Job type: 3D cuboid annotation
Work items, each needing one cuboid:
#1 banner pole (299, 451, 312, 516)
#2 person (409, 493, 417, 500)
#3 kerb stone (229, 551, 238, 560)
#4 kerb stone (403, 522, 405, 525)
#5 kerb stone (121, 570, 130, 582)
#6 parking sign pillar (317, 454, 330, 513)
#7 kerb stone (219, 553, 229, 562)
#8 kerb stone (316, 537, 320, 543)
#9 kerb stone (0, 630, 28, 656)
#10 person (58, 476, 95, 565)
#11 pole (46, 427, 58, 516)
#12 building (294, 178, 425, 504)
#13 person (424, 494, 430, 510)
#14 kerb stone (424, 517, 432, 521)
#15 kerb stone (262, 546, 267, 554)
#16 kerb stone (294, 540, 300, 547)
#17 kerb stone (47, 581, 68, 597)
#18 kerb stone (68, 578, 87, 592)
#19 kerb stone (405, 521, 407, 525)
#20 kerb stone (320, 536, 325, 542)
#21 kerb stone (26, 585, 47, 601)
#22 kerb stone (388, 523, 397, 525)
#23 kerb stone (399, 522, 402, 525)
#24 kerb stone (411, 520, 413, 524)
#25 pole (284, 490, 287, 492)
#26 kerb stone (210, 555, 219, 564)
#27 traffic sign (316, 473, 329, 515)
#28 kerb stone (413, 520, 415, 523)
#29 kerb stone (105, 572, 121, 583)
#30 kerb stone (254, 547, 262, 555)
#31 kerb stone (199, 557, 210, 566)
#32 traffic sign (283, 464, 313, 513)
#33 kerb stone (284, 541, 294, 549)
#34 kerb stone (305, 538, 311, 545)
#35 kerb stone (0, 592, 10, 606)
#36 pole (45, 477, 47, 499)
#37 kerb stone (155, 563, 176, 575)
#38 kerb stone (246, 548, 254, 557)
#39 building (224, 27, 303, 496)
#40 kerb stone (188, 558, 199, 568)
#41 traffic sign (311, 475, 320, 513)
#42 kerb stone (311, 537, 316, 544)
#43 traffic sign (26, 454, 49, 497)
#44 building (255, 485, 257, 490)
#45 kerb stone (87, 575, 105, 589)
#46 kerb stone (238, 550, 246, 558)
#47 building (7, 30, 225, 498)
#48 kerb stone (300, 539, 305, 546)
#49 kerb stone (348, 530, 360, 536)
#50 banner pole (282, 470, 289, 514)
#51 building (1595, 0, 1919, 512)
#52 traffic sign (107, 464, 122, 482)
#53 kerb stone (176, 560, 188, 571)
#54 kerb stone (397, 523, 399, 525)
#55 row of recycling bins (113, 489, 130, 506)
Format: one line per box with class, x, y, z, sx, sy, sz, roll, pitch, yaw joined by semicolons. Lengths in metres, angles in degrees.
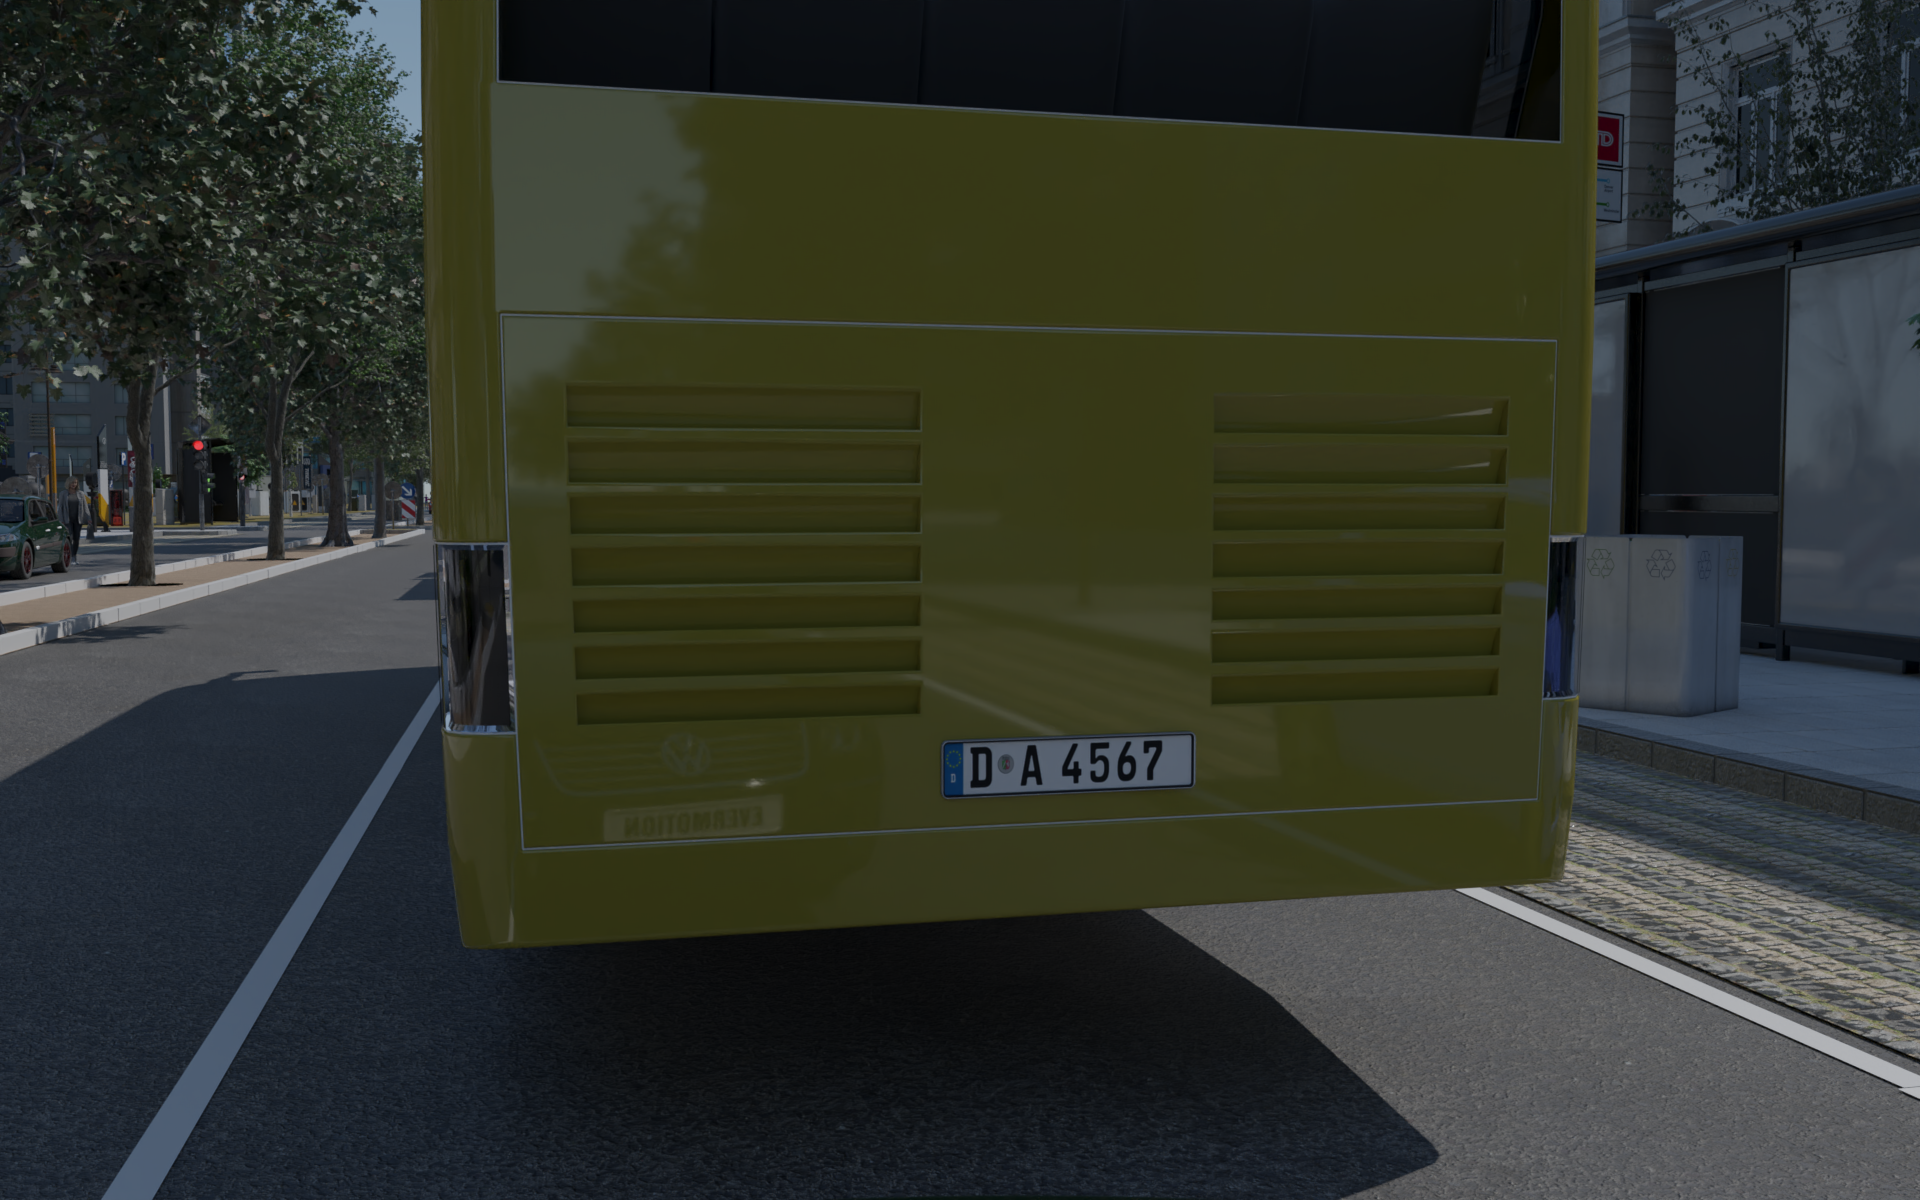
banner pole;-38.131;-6.774;100.767;0.863;3.779;0.401;-3;5;-42
person;-40.628;-7.330;128.524;0.592;1.802;0.473;3;4;36
kerb stone;-15.810;-0.930;37.403;0.120;0.150;1.000;-1;4;-13
kerb stone;-25.167;-3.408;77.913;0.120;0.150;1.000;-1;4;-13
kerb stone;-13.743;-0.380;28.413;0.120;0.150;1.000;-1;4;-13
parking sign pillar;-42.373;-7.805;116.086;1.447;3.967;1.447;2;4;30
kerb stone;-15.584;-0.865;36.396;0.120;0.150;1.000;-1;4;-13
kerb stone;-18.816;-1.719;50.379;0.120;0.150;1.000;-1;4;-13
kerb stone;-8.709;0.382;15.949;0.120;0.150;1.000;-1;4;-13
person;-17.886;-1.614;35.077;0.709;1.800;0.728;-3;4;-37
pole;-27.779;-3.620;53.037;0.158;3.312;0.155;0;3;0
building;-90.241;-38.122;242.902;30.456;49.044;23.786;-1;4;-13
person;-49.038;-9.018;159.165;0.991;1.433;0.599;-1;4;-10
kerb stone;-28.862;-4.387;93.916;0.120;0.150;1.000;-1;4;-13
kerb stone;-16.739;-1.175;41.410;0.120;0.150;1.000;-1;4;-13
kerb stone;-17.886;-1.480;46.394;0.120;0.150;1.000;-1;4;-13
kerb stone;-12.816;-0.132;24.420;0.120;0.150;1.000;-1;4;-13
kerb stone;-13.044;-0.197;25.416;0.120;0.150;1.000;-1;4;-13
kerb stone;-25.403;-3.469;78.910;0.120;0.150;1.000;-1;4;-13
kerb stone;-19.040;-1.784;51.377;0.120;0.150;1.000;-1;4;-13
kerb stone;-12.593;-0.072;23.423;0.120;0.150;1.000;-1;4;-13
kerb stone;-24.246;-3.164;73.921;0.120;0.150;1.000;-1;4;-13
kerb stone;-24.702;-3.278;75.922;0.120;0.150;1.000;-1;4;-13
kerb stone;-26.089;-3.652;81.906;0.120;0.150;1.000;-1;4;-13
pole;-53.464;-8.771;137.244;0.158;3.312;0.155;0;3;0
kerb stone;-15.359;-0.798;35.400;0.120;0.150;1.000;-1;4;-13
traffic sign;-39.426;-6.546;107.134;0.768;2.556;0.104;0;4;-8
kerb stone;-26.320;-3.713;82.903;0.120;0.150;1.000;-1;4;-13
kerb stone;-13.515;-0.319;27.414;0.120;0.150;1.000;-1;4;-13
kerb stone;-16.500;-1.114;40.414;0.120;0.150;1.000;-1;4;-13
kerb stone;-15.122;-0.747;34.404;0.120;0.150;1.000;-1;4;-13
traffic sign;-44.636;-7.487;116.284;2.265;3.308;0.079;0;4;-8
kerb stone;-17.661;-1.419;45.397;0.120;0.150;1.000;-1;4;-13
kerb stone;-18.351;-1.602;48.385;0.120;0.150;1.000;-1;4;-13
kerb stone;-12.345;-0.014;22.431;0.120;0.150;1.000;-1;4;-13
pole;-60.990;-7.457;115.767;0.158;3.312;0.155;0;3;0
kerb stone;-14.438;-0.562;31.411;0.120;0.150;1.000;-1;4;-13
kerb stone;-16.277;-1.051;39.409;0.120;0.150;1.000;-1;4;-13
building;-88.097;-53.200;182.485;31.000;86.520;22.319;-1;4;-13
kerb stone;-14.887;-0.681;33.405;0.120;0.150;1.000;-1;4;-13
traffic sign;-42.509;-7.002;114.589;0.768;2.556;0.104;0;4;-3
kerb stone;-18.578;-1.660;49.382;0.120;0.150;1.000;-1;4;-13
traffic sign;-29.238;-3.358;55.002;0.768;2.556;0.104;0;4;-6
building;-77.124;-44.092;159.159;20.563;71.187;20.611;-1;4;-13
kerb stone;-13.278;-0.251;26.412;0.120;0.150;1.000;-1;4;-13
kerb stone;-16.049;-0.988;38.410;0.120;0.150;1.000;-1;4;-13
building;-69.148;-28.114;143.262;14.154;41.232;14.086;-1;4;-13
kerb stone;-18.121;-1.541;47.389;0.120;0.150;1.000;-1;4;-13
kerb stone;-21.119;-2.334;60.360;0.120;0.150;1.000;-1;4;-13
banner pole;-43.907;-7.483;112.356;0.863;3.779;0.401;2;4;28
building;17.530;-15.901;45.892;13.634;28.700;20.117;-1;4;-13
traffic sign;-35.535;-4.433;72.593;0.768;2.556;0.104;-1;4;-11
kerb stone;-14.663;-0.616;32.408;0.120;0.150;1.000;-1;4;-13
kerb stone;-24.471;-3.225;74.926;0.120;0.150;1.000;-1;4;-13
row of recycling bins;-63.875;-7.612;131.569;1.069;1.692;3.534;-3;5;-40
